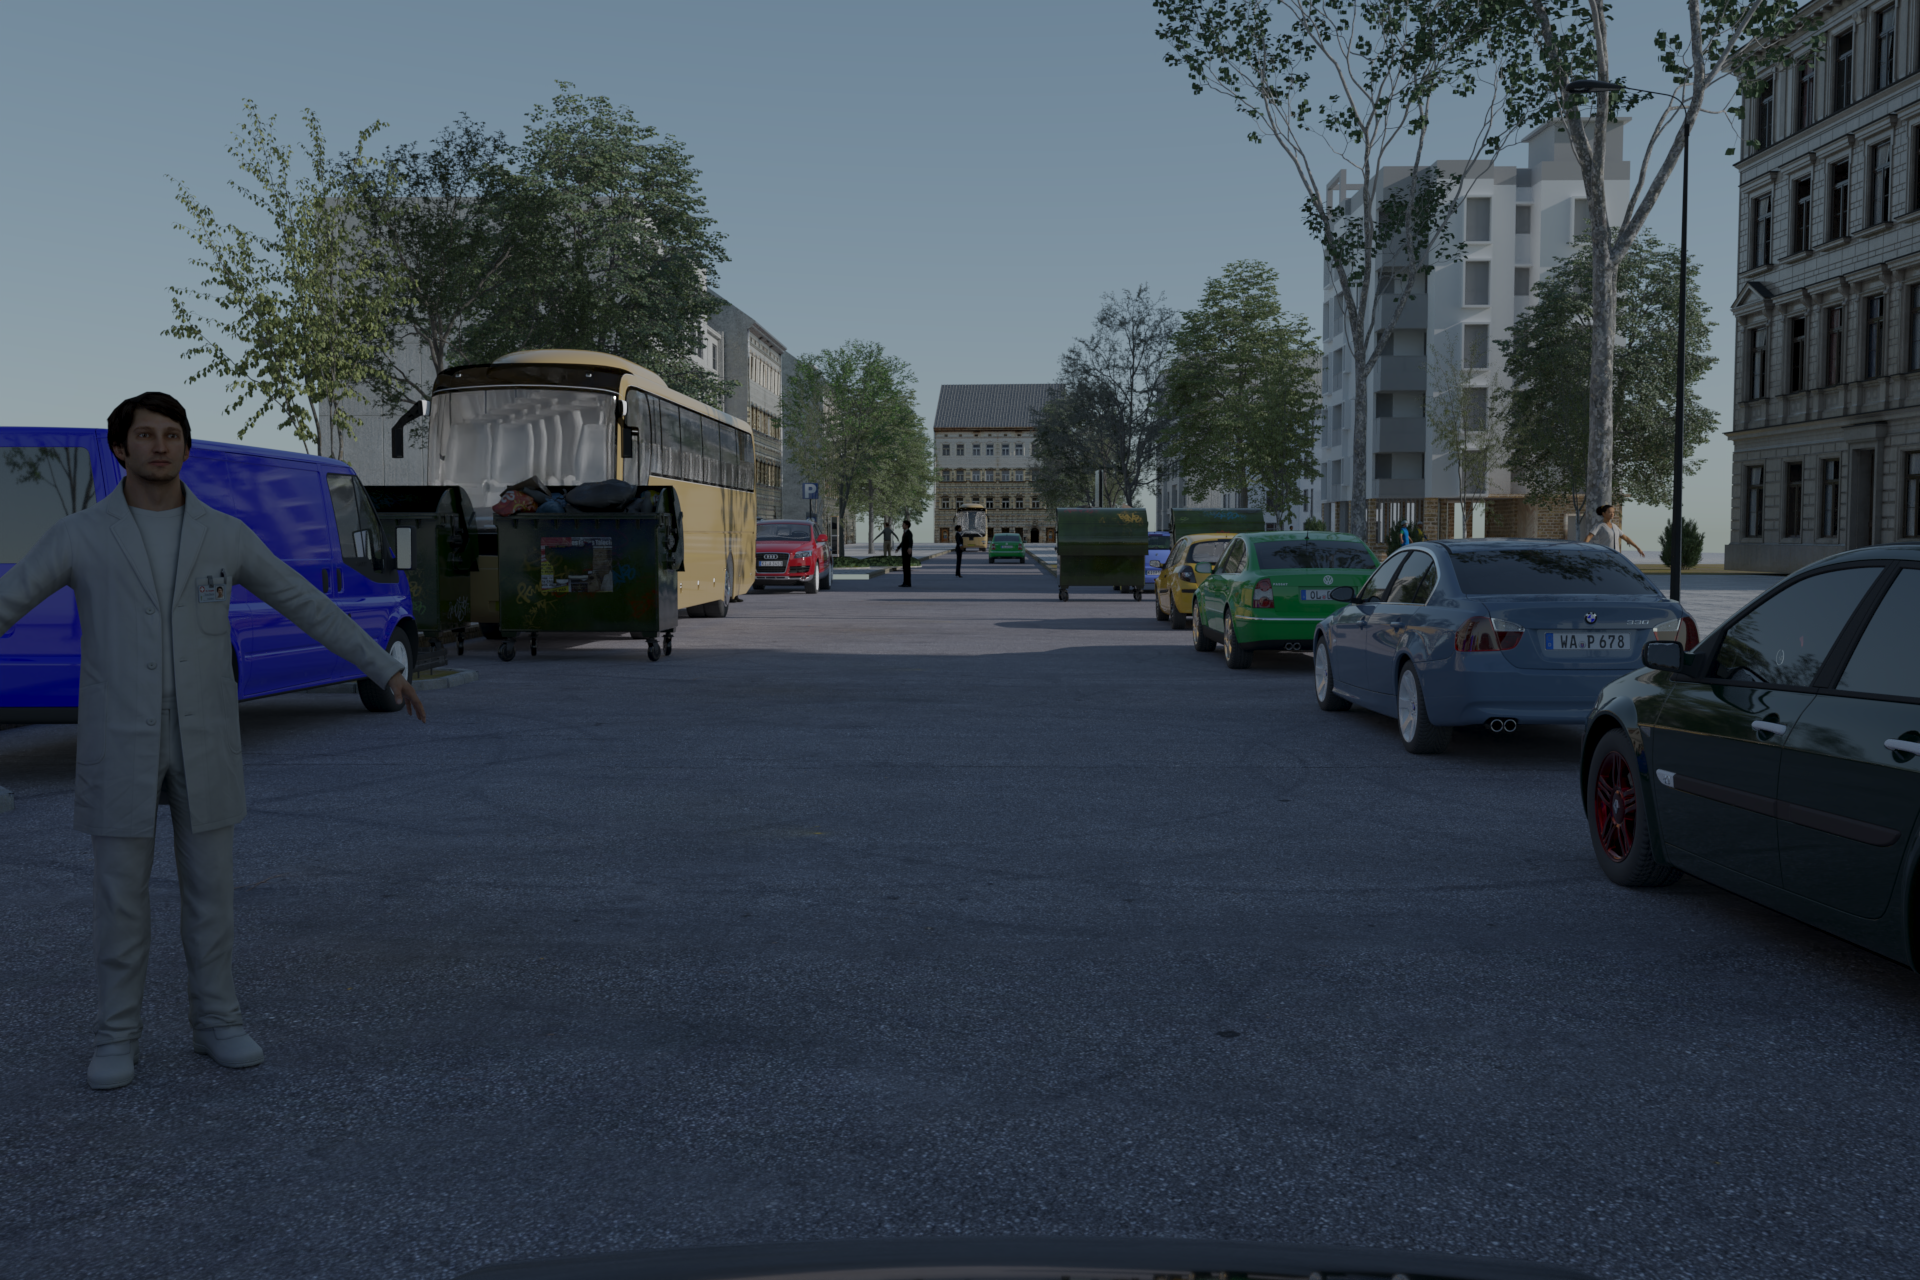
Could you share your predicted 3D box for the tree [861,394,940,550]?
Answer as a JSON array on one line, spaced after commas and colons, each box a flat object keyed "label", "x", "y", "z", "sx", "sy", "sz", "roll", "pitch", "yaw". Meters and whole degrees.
[{"label": "tree", "x": -5.444, "y": -13.456, "z": 138.131, "sx": 7.486, "sy": 12.596, "sz": 7.792, "roll": 0, "pitch": 3, "yaw": 0}]

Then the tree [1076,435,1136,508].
[{"label": "tree", "x": 9.345, "y": -10.290, "z": 118.600, "sx": 4.360, "sy": 8.622, "sz": 3.978, "roll": 0, "pitch": 3, "yaw": 0}]

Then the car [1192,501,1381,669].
[{"label": "car", "x": 3.738, "y": -0.670, "z": 19.757, "sx": 1.959, "sy": 1.807, "sz": 4.718, "roll": 0, "pitch": 4, "yaw": 0}]

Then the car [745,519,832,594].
[{"label": "car", "x": -4.380, "y": -2.113, "z": 43.223, "sx": 2.281, "sy": 1.827, "sz": 5.304, "roll": 0, "pitch": 4, "yaw": 1}]

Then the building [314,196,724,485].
[{"label": "building", "x": -25.250, "y": -14.702, "z": 106.841, "sx": 16.747, "sy": 18.905, "sz": 31.486, "roll": 0, "pitch": 4, "yaw": 1}]

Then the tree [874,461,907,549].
[{"label": "tree", "x": -5.706, "y": -12.030, "z": 147.045, "sx": 4.737, "sy": 8.622, "sz": 4.395, "roll": 0, "pitch": 3, "yaw": 0}]

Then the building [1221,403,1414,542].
[{"label": "building", "x": 24.171, "y": -10.865, "z": 119.784, "sx": 9.099, "sy": 9.664, "sz": 28.070, "roll": 0, "pitch": 4, "yaw": 2}]

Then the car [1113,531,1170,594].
[{"label": "car", "x": 4.718, "y": -2.045, "z": 43.026, "sx": 1.945, "sy": 1.707, "sz": 3.694, "roll": 0, "pitch": 4, "yaw": 1}]

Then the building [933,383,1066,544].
[{"label": "building", "x": 6.270, "y": -25.594, "z": 251.840, "sx": 18.063, "sy": 23.208, "sz": 19.493, "roll": 0, "pitch": 4, "yaw": 6}]

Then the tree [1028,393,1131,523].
[{"label": "tree", "x": 10.348, "y": -14.824, "z": 149.024, "sx": 9.857, "sy": 13.997, "sz": 8.962, "roll": 0, "pitch": 3, "yaw": 0}]

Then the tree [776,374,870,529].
[{"label": "tree", "x": -6.816, "y": -7.921, "z": 79.879, "sx": 4.360, "sy": 8.622, "sz": 3.978, "roll": 0, "pitch": 3, "yaw": 0}]

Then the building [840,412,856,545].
[{"label": "building", "x": -23.050, "y": -23.645, "z": 217.523, "sx": 19.493, "sy": 23.208, "sz": 18.063, "roll": 0, "pitch": 4, "yaw": 1}]

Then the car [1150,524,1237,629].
[{"label": "car", "x": 4.057, "y": -1.052, "z": 27.431, "sx": 2.015, "sy": 1.641, "sz": 3.980, "roll": 0, "pitch": 4, "yaw": 2}]

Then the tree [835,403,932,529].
[{"label": "tree", "x": -5.611, "y": -12.403, "z": 128.549, "sx": 9.928, "sy": 11.665, "sz": 9.643, "roll": 0, "pitch": 3, "yaw": 0}]

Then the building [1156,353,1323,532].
[{"label": "building", "x": 30.025, "y": -19.053, "z": 177.971, "sx": 16.747, "sy": 18.905, "sz": 31.486, "roll": 0, "pitch": 4, "yaw": 1}]

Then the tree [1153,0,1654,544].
[{"label": "tree", "x": 11.834, "y": -11.538, "z": 44.530, "sx": 12.611, "sy": 20.169, "sz": 13.585, "roll": 0, "pitch": 3, "yaw": 0}]

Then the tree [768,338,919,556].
[{"label": "tree", "x": -6.072, "y": -10.091, "z": 90.747, "sx": 9.928, "sy": 11.665, "sz": 9.643, "roll": 0, "pitch": 3, "yaw": 0}]

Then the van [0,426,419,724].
[{"label": "van", "x": -5.494, "y": -0.481, "z": 12.242, "sx": 2.240, "sy": 2.365, "sz": 5.245, "roll": 0, "pitch": 4, "yaw": 1}]

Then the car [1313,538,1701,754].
[{"label": "car", "x": 3.787, "y": -0.034, "z": 12.558, "sx": 2.014, "sy": 1.417, "sz": 4.499, "roll": 0, "pitch": 4, "yaw": 0}]

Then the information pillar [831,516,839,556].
[{"label": "information pillar", "x": -5.131, "y": -4.066, "z": 70.978, "sx": 0.304, "sy": 2.012, "sz": 0.304, "roll": 0, "pitch": 4, "yaw": 2}]

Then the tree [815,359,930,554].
[{"label": "tree", "x": -5.734, "y": -11.849, "z": 111.854, "sx": 7.486, "sy": 12.596, "sz": 7.792, "roll": 0, "pitch": 3, "yaw": 0}]

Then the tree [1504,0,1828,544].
[{"label": "tree", "x": 11.086, "y": -10.394, "z": 25.829, "sx": 12.611, "sy": 20.169, "sz": 13.585, "roll": 0, "pitch": 3, "yaw": 0}]

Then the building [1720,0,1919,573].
[{"label": "building", "x": 29.320, "y": -11.194, "z": 46.635, "sx": 10.561, "sy": 19.211, "sz": 19.286, "roll": 0, "pitch": 4, "yaw": 2}]

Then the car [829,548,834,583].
[{"label": "car", "x": -4.645, "y": -2.315, "z": 49.859, "sx": 2.014, "sy": 1.417, "sz": 4.499, "roll": 0, "pitch": 4, "yaw": 1}]

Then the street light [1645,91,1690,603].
[{"label": "street light", "x": 7.971, "y": -2.770, "z": 17.835, "sx": 1.470, "sy": 5.913, "sz": 1.316, "roll": 0, "pitch": 4, "yaw": 1}]

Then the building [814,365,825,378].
[{"label": "building", "x": -21.224, "y": -20.680, "z": 194.542, "sx": 16.016, "sy": 20.090, "sz": 11.380, "roll": 0, "pitch": 4, "yaw": 1}]

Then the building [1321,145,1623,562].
[{"label": "building", "x": 24.371, "y": -14.348, "z": 91.005, "sx": 16.016, "sy": 20.090, "sz": 11.380, "roll": 0, "pitch": 4, "yaw": 1}]

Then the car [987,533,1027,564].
[{"label": "car", "x": 2.322, "y": -4.690, "z": 85.480, "sx": 1.959, "sy": 1.807, "sz": 4.718, "roll": 0, "pitch": 4, "yaw": 2}]

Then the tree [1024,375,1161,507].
[{"label": "tree", "x": 9.952, "y": -13.457, "z": 130.394, "sx": 12.009, "sy": 13.543, "sz": 11.850, "roll": 0, "pitch": 3, "yaw": 0}]

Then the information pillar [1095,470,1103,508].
[{"label": "information pillar", "x": 5.144, "y": -4.452, "z": 64.105, "sx": 0.184, "sy": 3.620, "sz": 1.656, "roll": 0, "pitch": 4, "yaw": 0}]

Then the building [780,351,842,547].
[{"label": "building", "x": -22.460, "y": -21.363, "z": 180.212, "sx": 19.493, "sy": 23.208, "sz": 18.063, "roll": 0, "pitch": 4, "yaw": 2}]

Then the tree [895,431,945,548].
[{"label": "tree", "x": -4.886, "y": -14.360, "z": 160.549, "sx": 9.928, "sy": 11.665, "sz": 9.643, "roll": 0, "pitch": 3, "yaw": 0}]

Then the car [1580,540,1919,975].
[{"label": "car", "x": 3.507, "y": 0.242, "z": 5.831, "sx": 2.009, "sy": 1.686, "sz": 4.222, "roll": 0, "pitch": 4, "yaw": 0}]

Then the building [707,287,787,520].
[{"label": "building", "x": -24.004, "y": -18.423, "z": 132.148, "sx": 19.493, "sy": 23.208, "sz": 18.063, "roll": 0, "pitch": 4, "yaw": 1}]
